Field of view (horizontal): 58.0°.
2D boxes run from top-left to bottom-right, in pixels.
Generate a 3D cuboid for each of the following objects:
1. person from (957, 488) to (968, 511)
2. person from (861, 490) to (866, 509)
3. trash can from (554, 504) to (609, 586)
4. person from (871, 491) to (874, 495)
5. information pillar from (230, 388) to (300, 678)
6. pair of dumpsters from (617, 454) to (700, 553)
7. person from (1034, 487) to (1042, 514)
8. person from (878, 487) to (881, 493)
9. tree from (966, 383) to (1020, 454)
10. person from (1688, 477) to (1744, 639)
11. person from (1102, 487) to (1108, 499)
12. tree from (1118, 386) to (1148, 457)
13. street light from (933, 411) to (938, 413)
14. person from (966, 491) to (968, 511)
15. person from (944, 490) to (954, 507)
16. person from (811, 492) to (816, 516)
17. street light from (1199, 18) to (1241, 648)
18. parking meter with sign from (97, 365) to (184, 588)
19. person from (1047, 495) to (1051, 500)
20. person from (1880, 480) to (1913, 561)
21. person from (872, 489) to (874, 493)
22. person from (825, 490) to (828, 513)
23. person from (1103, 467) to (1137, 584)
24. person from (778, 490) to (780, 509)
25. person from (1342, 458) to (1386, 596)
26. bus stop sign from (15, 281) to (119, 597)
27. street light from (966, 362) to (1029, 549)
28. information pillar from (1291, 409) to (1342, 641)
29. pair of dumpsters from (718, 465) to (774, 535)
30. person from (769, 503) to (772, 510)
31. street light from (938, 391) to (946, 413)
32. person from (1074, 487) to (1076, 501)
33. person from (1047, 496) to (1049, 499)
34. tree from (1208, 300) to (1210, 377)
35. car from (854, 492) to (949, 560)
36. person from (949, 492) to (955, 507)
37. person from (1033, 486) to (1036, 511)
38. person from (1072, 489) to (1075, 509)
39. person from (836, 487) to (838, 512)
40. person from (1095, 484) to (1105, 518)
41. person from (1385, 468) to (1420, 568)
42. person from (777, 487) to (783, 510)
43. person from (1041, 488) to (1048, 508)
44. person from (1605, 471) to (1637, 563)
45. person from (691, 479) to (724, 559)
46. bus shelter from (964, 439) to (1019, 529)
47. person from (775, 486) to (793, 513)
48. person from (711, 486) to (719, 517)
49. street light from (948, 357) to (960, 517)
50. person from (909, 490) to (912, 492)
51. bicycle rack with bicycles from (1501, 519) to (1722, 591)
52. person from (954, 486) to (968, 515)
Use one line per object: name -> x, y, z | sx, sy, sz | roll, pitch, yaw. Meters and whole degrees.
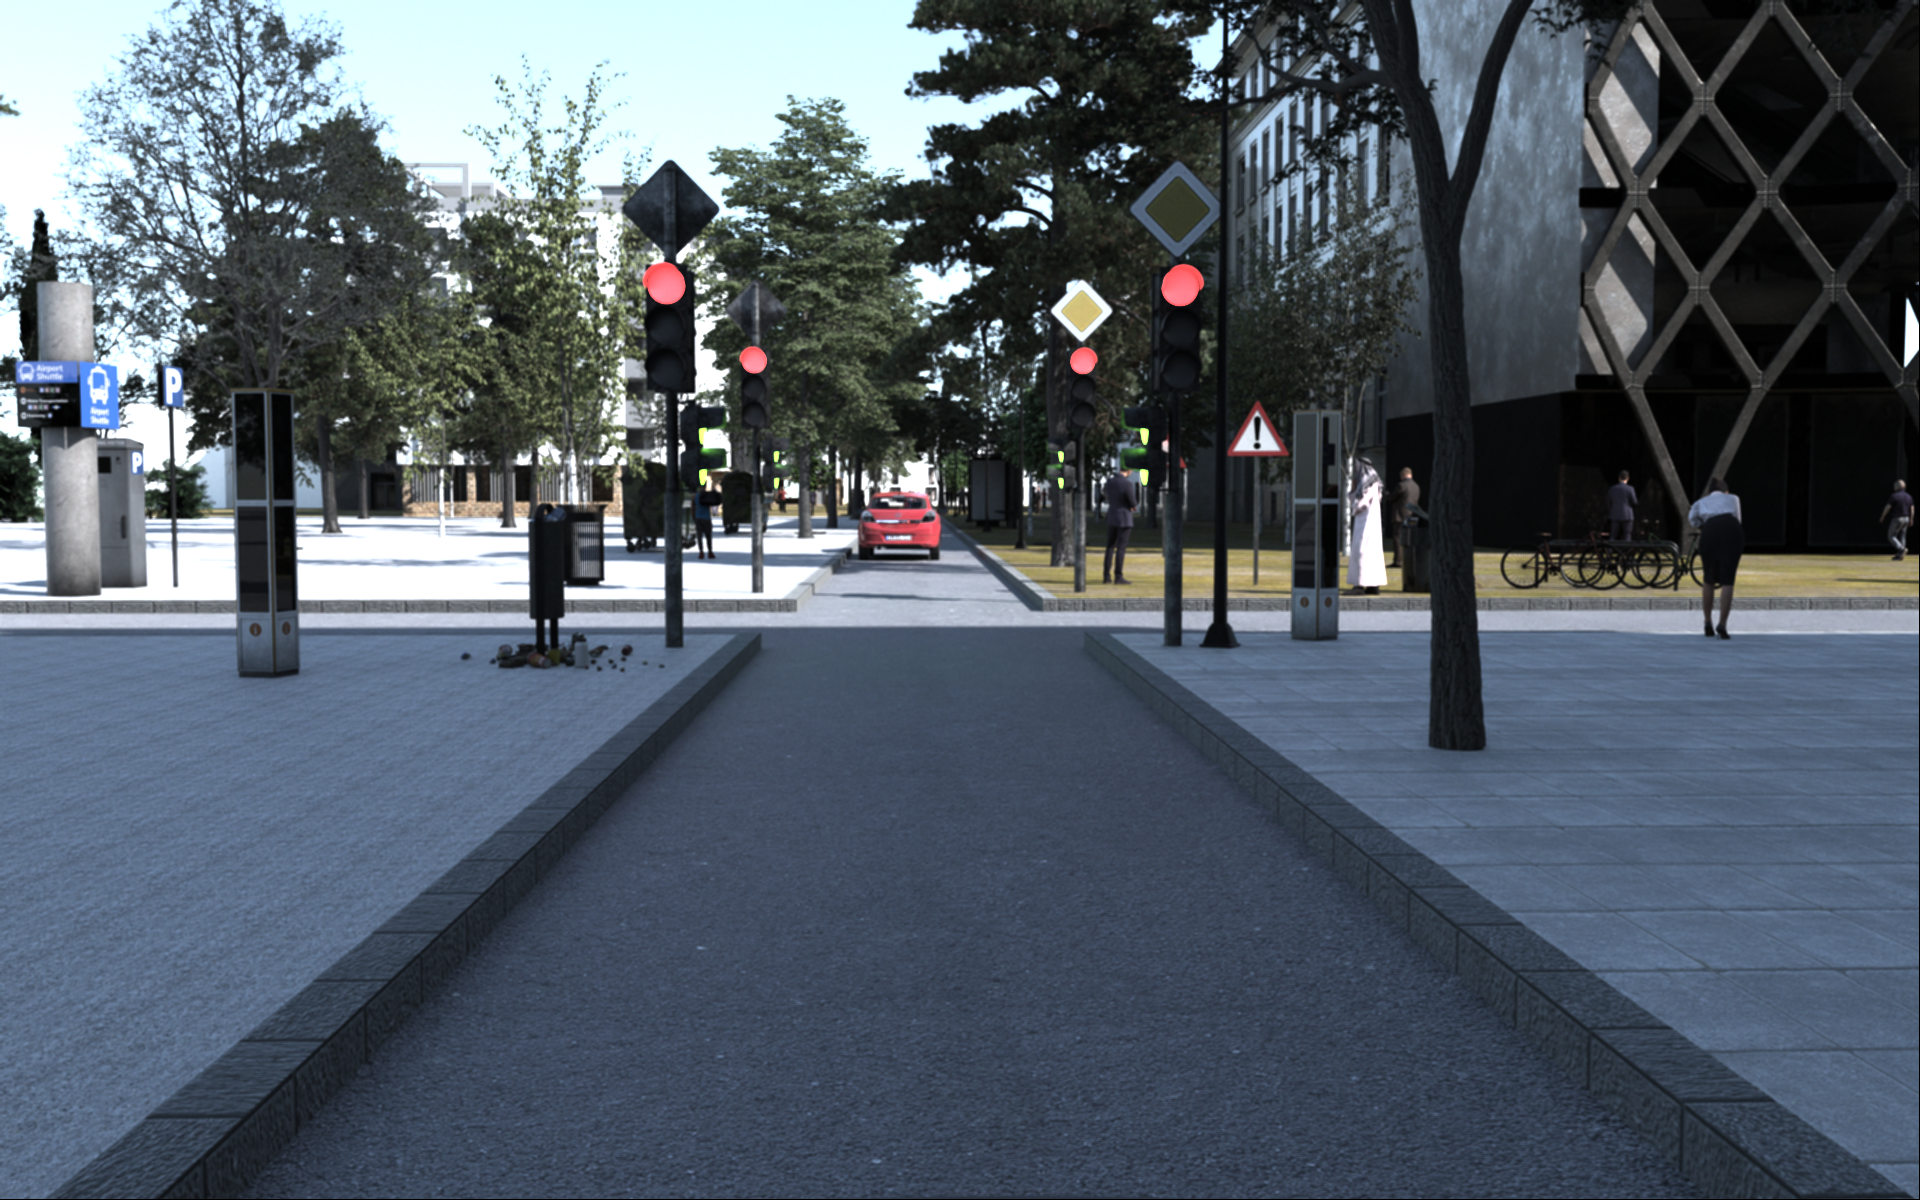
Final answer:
person -> 0.243, -7.443, 128.259 | 1.217, 1.766, 0.721 | -2, 4, -32
person -> -5.251, -5.267, 94.705 | 0.613, 1.512, 0.480 | 1, 4, 12
trash can -> -5.315, -0.777, 24.358 | 0.748, 1.137, 0.748 | 0, 3, 0
person -> -7.244, -8.562, 146.478 | 0.683, 1.767, 0.568 | -1, 4, -23
information pillar -> -4.885, -0.471, 12.188 | 0.304, 2.012, 0.304 | 1, 4, 13
pair of dumpsters -> -6.835, -2.280, 39.775 | 1.574, 2.255, 4.436 | 0, 4, -1
person -> 4.954, -6.351, 110.442 | 0.434, 1.755, 0.990 | -1, 4, -23
person -> -6.044, -7.577, 129.943 | 0.705, 1.823, 1.348 | 0, 4, -7
tree -> 2.456, -8.848, 95.024 | 4.737, 8.622, 4.395 | 0, 3, 0
person -> 6.825, -0.386, 15.549 | 0.628, 1.438, 0.799 | -1, 4, -9
person -> 4.525, -2.701, 51.670 | 0.517, 1.644, 0.566 | -1, 4, -16
tree -> 6.374, -7.759, 77.224 | 4.360, 8.622, 3.978 | 0, 3, 0
street light -> -0.794, -7.620, 97.128 | 1.470, 5.913, 1.316 | 0, 4, -2
person -> 0.672, -7.831, 134.177 | 1.348, 1.812, 0.705 | 3, 5, 41
person -> -1.210, -9.802, 165.937 | 1.348, 1.869, 0.705 | -2, 4, -35
person -> -8.711, -5.741, 100.353 | 0.683, 1.767, 0.568 | -2, 4, -30
street light -> 1.649, -2.560, 14.396 | 1.470, 5.913, 1.316 | 0, 4, -2
parking meter with sign -> -11.611, -1.682, 23.765 | 1.738, 3.016, 0.543 | 0, 4, 2
person -> 6.019, -6.135, 106.330 | 1.348, 1.826, 0.705 | 1, 4, 20
person -> 18.098, -1.541, 33.445 | 0.569, 1.553, 0.471 | 2, 4, 24
person -> -8.210, -9.778, 166.597 | 0.721, 1.739, 1.217 | -1, 4, -18
person -> -8.733, -6.649, 115.478 | 0.721, 1.736, 1.217 | 0, 4, -4
person -> 2.321, -1.114, 24.712 | 0.568, 1.767, 0.683 | -3, 5, -43
person -> -15.057, -8.420, 144.514 | 0.445, 1.727, 0.742 | -1, 4, -22
person -> 5.123, -0.935, 21.992 | 0.621, 1.740, 0.551 | 0, 4, -5
bus stop sign -> -11.199, -2.004, 21.782 | 0.837, 3.901, 0.837 | 0, 4, 6
street light -> 0.888, -4.146, 40.333 | 1.470, 5.913, 1.316 | 0, 4, -2
information pillar -> 3.133, -0.657, 15.241 | 0.304, 2.012, 0.304 | -3, 5, -40
pair of dumpsters -> -6.987, -3.303, 56.493 | 1.574, 2.255, 4.436 | 0, 4, -2
person -> -15.316, -8.011, 137.823 | 0.445, 1.727, 0.742 | 3, 5, 42
street light -> -0.141, -6.484, 78.547 | 1.470, 5.913, 1.316 | 0, 4, -2
person -> 7.923, -6.730, 116.757 | 0.721, 1.739, 1.217 | -1, 4, -12
person -> 7.496, -7.994, 137.536 | 1.217, 1.735, 0.721 | 2, 4, 31
tree -> 9.442, -6.141, 50.776 | 4.360, 8.622, 3.978 | 0, 3, 0
car -> -1.335, -1.838, 39.097 | 2.155, 1.783, 4.494 | 0, 4, -1
person -> -0.827, -10.268, 173.954 | 0.705, 1.821, 1.348 | 3, 5, 41
person -> 5.490, -7.478, 127.935 | 0.705, 1.869, 1.348 | 0, 4, -7
person -> 9.636, -8.503, 145.874 | 0.445, 1.727, 0.742 | -2, 4, -28
person -> -8.796, -7.150, 122.940 | 0.705, 1.824, 1.348 | 0, 4, -1
person -> 7.531, -5.313, 92.771 | 0.599, 1.838, 0.709 | 3, 4, 36
person -> 7.694, -1.436, 30.209 | 0.600, 1.739, 0.565 | 2, 4, 27
person -> -14.523, -8.198, 140.169 | 0.705, 1.814, 1.350 | -1, 4, -19
person -> 7.731, -9.311, 158.213 | 0.705, 1.831, 1.348 | -2, 4, -32
person -> 12.211, -1.527, 31.931 | 0.530, 1.710, 0.541 | -2, 4, -33
person -> -5.015, -1.619, 34.377 | 0.647, 1.594, 0.662 | 0, 4, -8
bus shelter -> 1.248, -4.418, 66.156 | 2.014, 3.302, 5.546 | 0, 4, -2
person -> -12.135, -6.908, 118.925 | 1.348, 1.831, 0.705 | -2, 4, -32
person -> -14.001, -5.628, 98.722 | 0.551, 1.740, 0.621 | -1, 4, -15
street light -> 0.382, -5.283, 58.910 | 1.470, 5.913, 1.316 | 0, 4, -2
person -> -3.248, -6.418, 114.380 | 0.756, 1.711, 0.436 | 2, 4, 27
bicycle rack with bicycles -> 9.107, -0.642, 23.880 | 2.925, 0.926, 2.852 | 2, 4, 24
person -> 0.080, -6.122, 106.684 | 0.990, 1.755, 0.434 | -1, 4, -14
